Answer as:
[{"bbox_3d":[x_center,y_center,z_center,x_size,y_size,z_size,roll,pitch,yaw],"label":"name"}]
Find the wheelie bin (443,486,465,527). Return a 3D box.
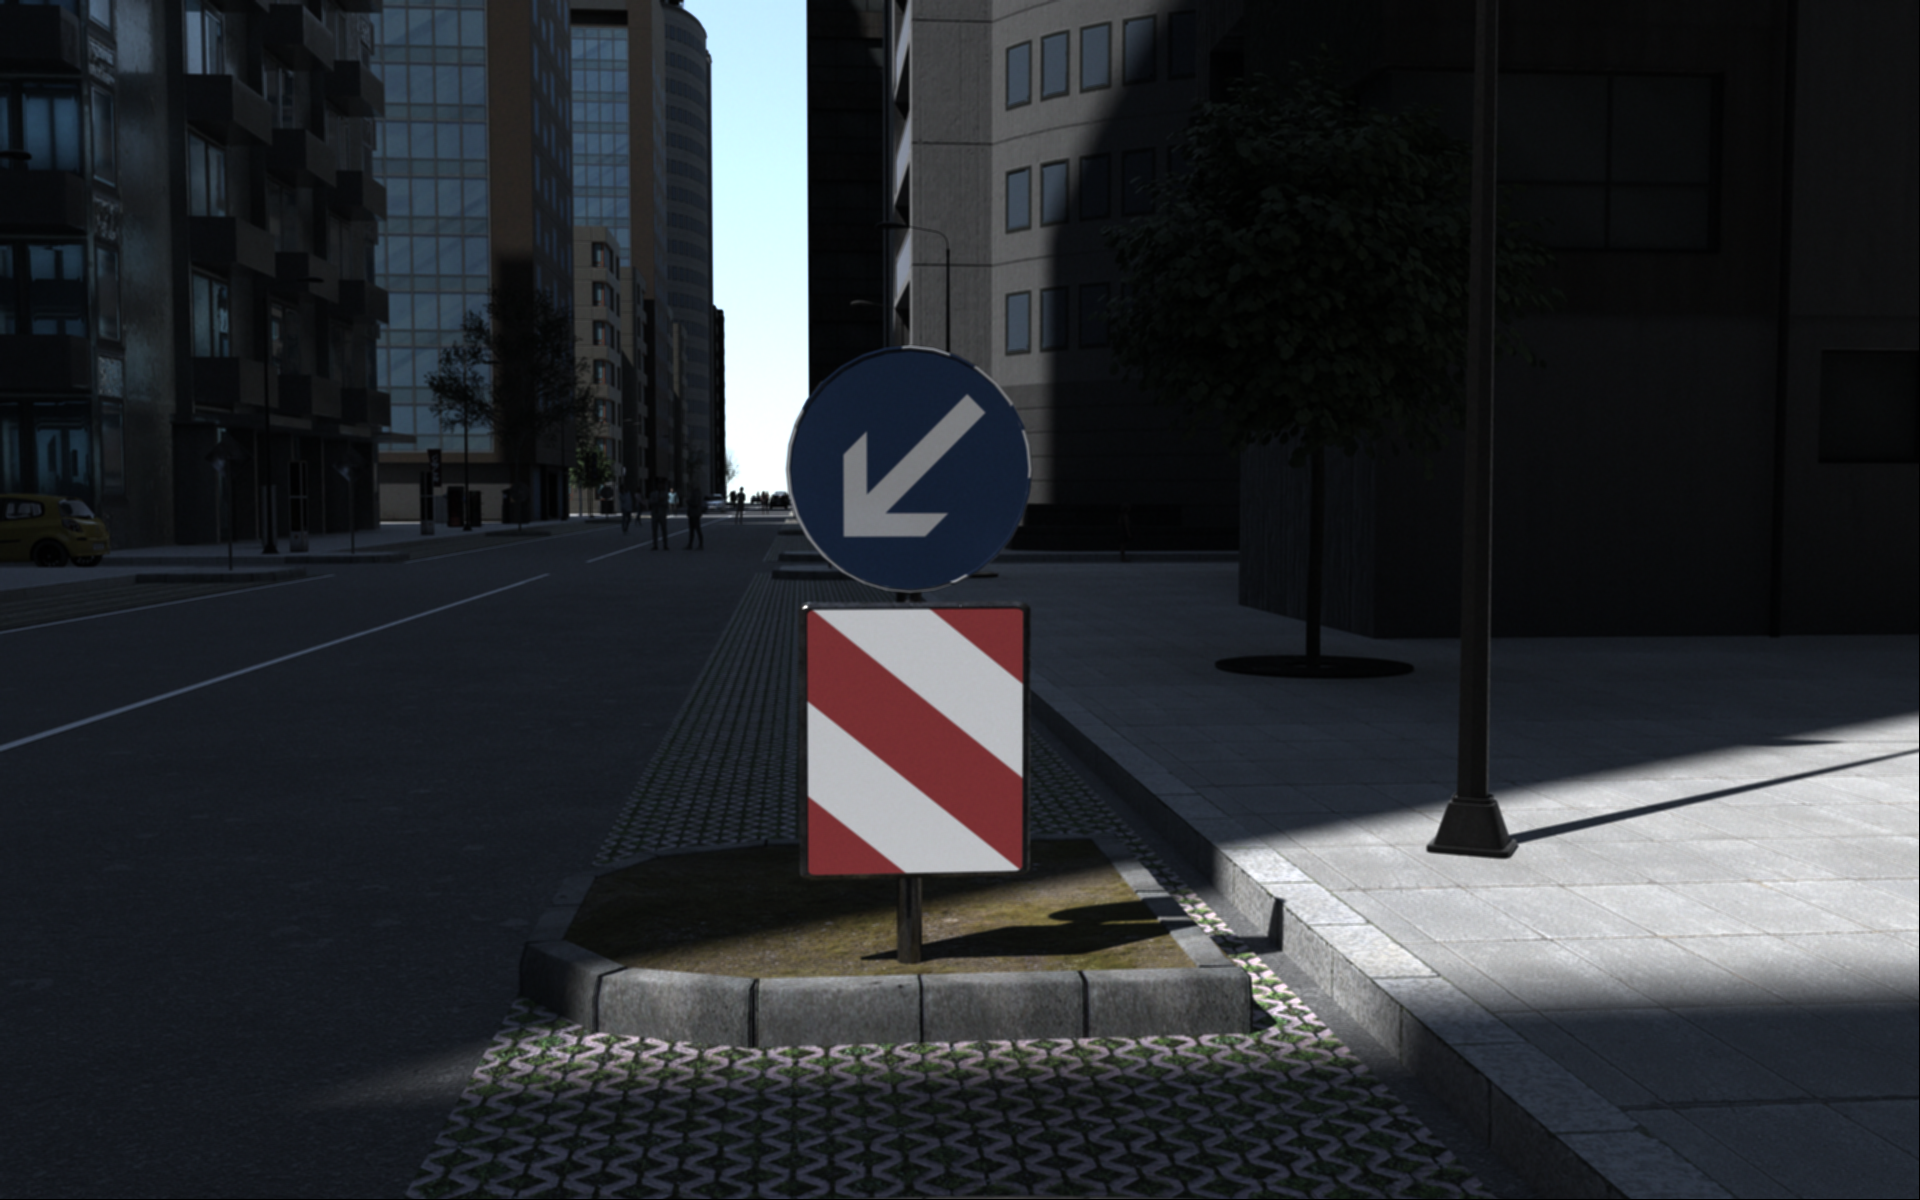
[{"bbox_3d":[-19.831,-3.681,68.093,0.980,1.594,0.693,0,4,-7],"label":"wheelie bin"}]

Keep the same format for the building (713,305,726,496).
[{"bbox_3d":[-42.590,-29.861,259.930,14.160,30.474,14.107,0,4,-5],"label":"building"}]

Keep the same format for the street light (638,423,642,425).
[{"bbox_3d":[-21.529,-8.617,113.434,1.470,5.913,1.316,0,4,-5],"label":"street light"}]

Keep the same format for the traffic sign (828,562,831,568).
[{"bbox_3d":[-2.259,-1.610,29.967,0.795,2.450,0.064,0,4,-5],"label":"traffic sign"}]

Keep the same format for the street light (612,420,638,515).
[{"bbox_3d":[-21.063,-8.280,107.915,1.470,5.913,1.316,0,4,-5],"label":"street light"}]

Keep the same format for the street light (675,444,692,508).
[{"bbox_3d":[-25.781,-11.486,160.338,1.470,5.913,1.316,0,4,-5],"label":"street light"}]

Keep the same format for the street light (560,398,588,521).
[{"bbox_3d":[-18.581,-6.786,83.484,1.470,5.913,1.316,0,4,-5],"label":"street light"}]

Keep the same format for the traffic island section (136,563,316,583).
[{"bbox_3d":[-12.285,-0.419,29.131,2.009,0.180,2.903,0,4,-5],"label":"traffic island section"}]

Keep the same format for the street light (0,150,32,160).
[{"bbox_3d":[-13.231,-3.116,23.483,1.470,5.913,1.316,0,4,-5],"label":"street light"}]

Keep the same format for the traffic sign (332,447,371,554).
[{"bbox_3d":[-12.994,-2.042,37.023,0.795,2.450,0.064,0,4,-5],"label":"traffic sign"}]

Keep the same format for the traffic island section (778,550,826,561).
[{"bbox_3d":[-2.967,-0.961,37.998,2.009,0.180,2.903,0,4,-5],"label":"traffic island section"}]

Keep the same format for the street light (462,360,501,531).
[{"bbox_3d":[-16.641,-5.366,60.276,1.470,5.913,1.316,0,4,-5],"label":"street light"}]

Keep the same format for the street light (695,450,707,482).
[{"bbox_3d":[-27.974,-12.947,184.219,1.470,5.913,1.316,0,4,-5],"label":"street light"}]

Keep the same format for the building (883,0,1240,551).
[{"bbox_3d":[12.339,-30.924,47.603,28.212,58.520,21.231,0,4,-5],"label":"building"}]

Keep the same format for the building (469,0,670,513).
[{"bbox_3d":[-32.400,-30.401,147.163,14.600,45.320,14.200,0,4,-5],"label":"building"}]

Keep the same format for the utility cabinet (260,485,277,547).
[{"bbox_3d":[-16.615,-2.014,41.601,0.318,1.500,1.173,-2,4,-24],"label":"utility cabinet"}]

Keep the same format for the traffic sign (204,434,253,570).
[{"bbox_3d":[-12.263,-1.555,29.071,0.795,2.450,0.064,0,4,-5],"label":"traffic sign"}]

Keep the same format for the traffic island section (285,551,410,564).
[{"bbox_3d":[-13.016,-0.905,37.083,2.009,0.180,2.903,0,4,-5],"label":"traffic island section"}]

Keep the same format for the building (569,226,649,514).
[{"bbox_3d":[-37.887,-17.135,125.204,27.650,21.520,28.899,0,4,-5],"label":"building"}]

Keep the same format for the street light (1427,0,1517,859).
[{"bbox_3d":[1.313,-2.049,6.044,1.470,5.913,1.316,0,4,-5],"label":"street light"}]

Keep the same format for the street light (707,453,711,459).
[{"bbox_3d":[-29.045,-13.652,195.743,1.470,5.913,1.316,0,4,-5],"label":"street light"}]

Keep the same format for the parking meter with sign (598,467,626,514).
[{"bbox_3d":[-22.446,-7.052,111.560,1.738,3.016,0.543,1,4,8],"label":"parking meter with sign"}]

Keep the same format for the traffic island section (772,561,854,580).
[{"bbox_3d":[-2.236,-0.475,30.047,2.009,0.180,2.903,0,4,-5],"label":"traffic island section"}]

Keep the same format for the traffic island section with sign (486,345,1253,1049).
[{"bbox_3d":[-0.306,0.197,5.415,1.989,1.847,2.006,0,4,-5],"label":"traffic island section with sign"}]

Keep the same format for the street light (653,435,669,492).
[{"bbox_3d":[-23.721,-10.067,137.141,1.470,5.913,1.316,0,4,-5],"label":"street light"}]

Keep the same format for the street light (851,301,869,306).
[{"bbox_3d":[-1.922,-4.237,41.812,1.470,5.913,1.316,0,4,-5],"label":"street light"}]

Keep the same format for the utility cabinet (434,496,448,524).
[{"bbox_3d":[-22.687,-3.961,75.930,0.306,1.237,1.020,2,4,32],"label":"utility cabinet"}]

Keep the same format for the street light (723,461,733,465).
[{"bbox_3d":[-35.541,-17.939,265.843,1.470,5.913,1.316,0,4,-5],"label":"street light"}]

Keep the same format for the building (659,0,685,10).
[{"bbox_3d":[-44.930,-56.436,235.398,22.319,86.520,31.000,0,4,-5],"label":"building"}]

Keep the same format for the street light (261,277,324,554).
[{"bbox_3d":[-14.290,-3.949,37.105,1.470,5.913,1.316,0,4,-5],"label":"street light"}]

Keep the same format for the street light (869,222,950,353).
[{"bbox_3d":[-0.744,-3.499,29.753,1.470,5.913,1.316,0,4,-5],"label":"street light"}]

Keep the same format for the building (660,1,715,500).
[{"bbox_3d":[-40.785,-40.670,206.958,21.231,58.520,28.212,0,4,-5],"label":"building"}]

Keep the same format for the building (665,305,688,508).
[{"bbox_3d":[-41.440,-19.793,168.661,27.650,21.520,28.899,0,4,-5],"label":"building"}]
